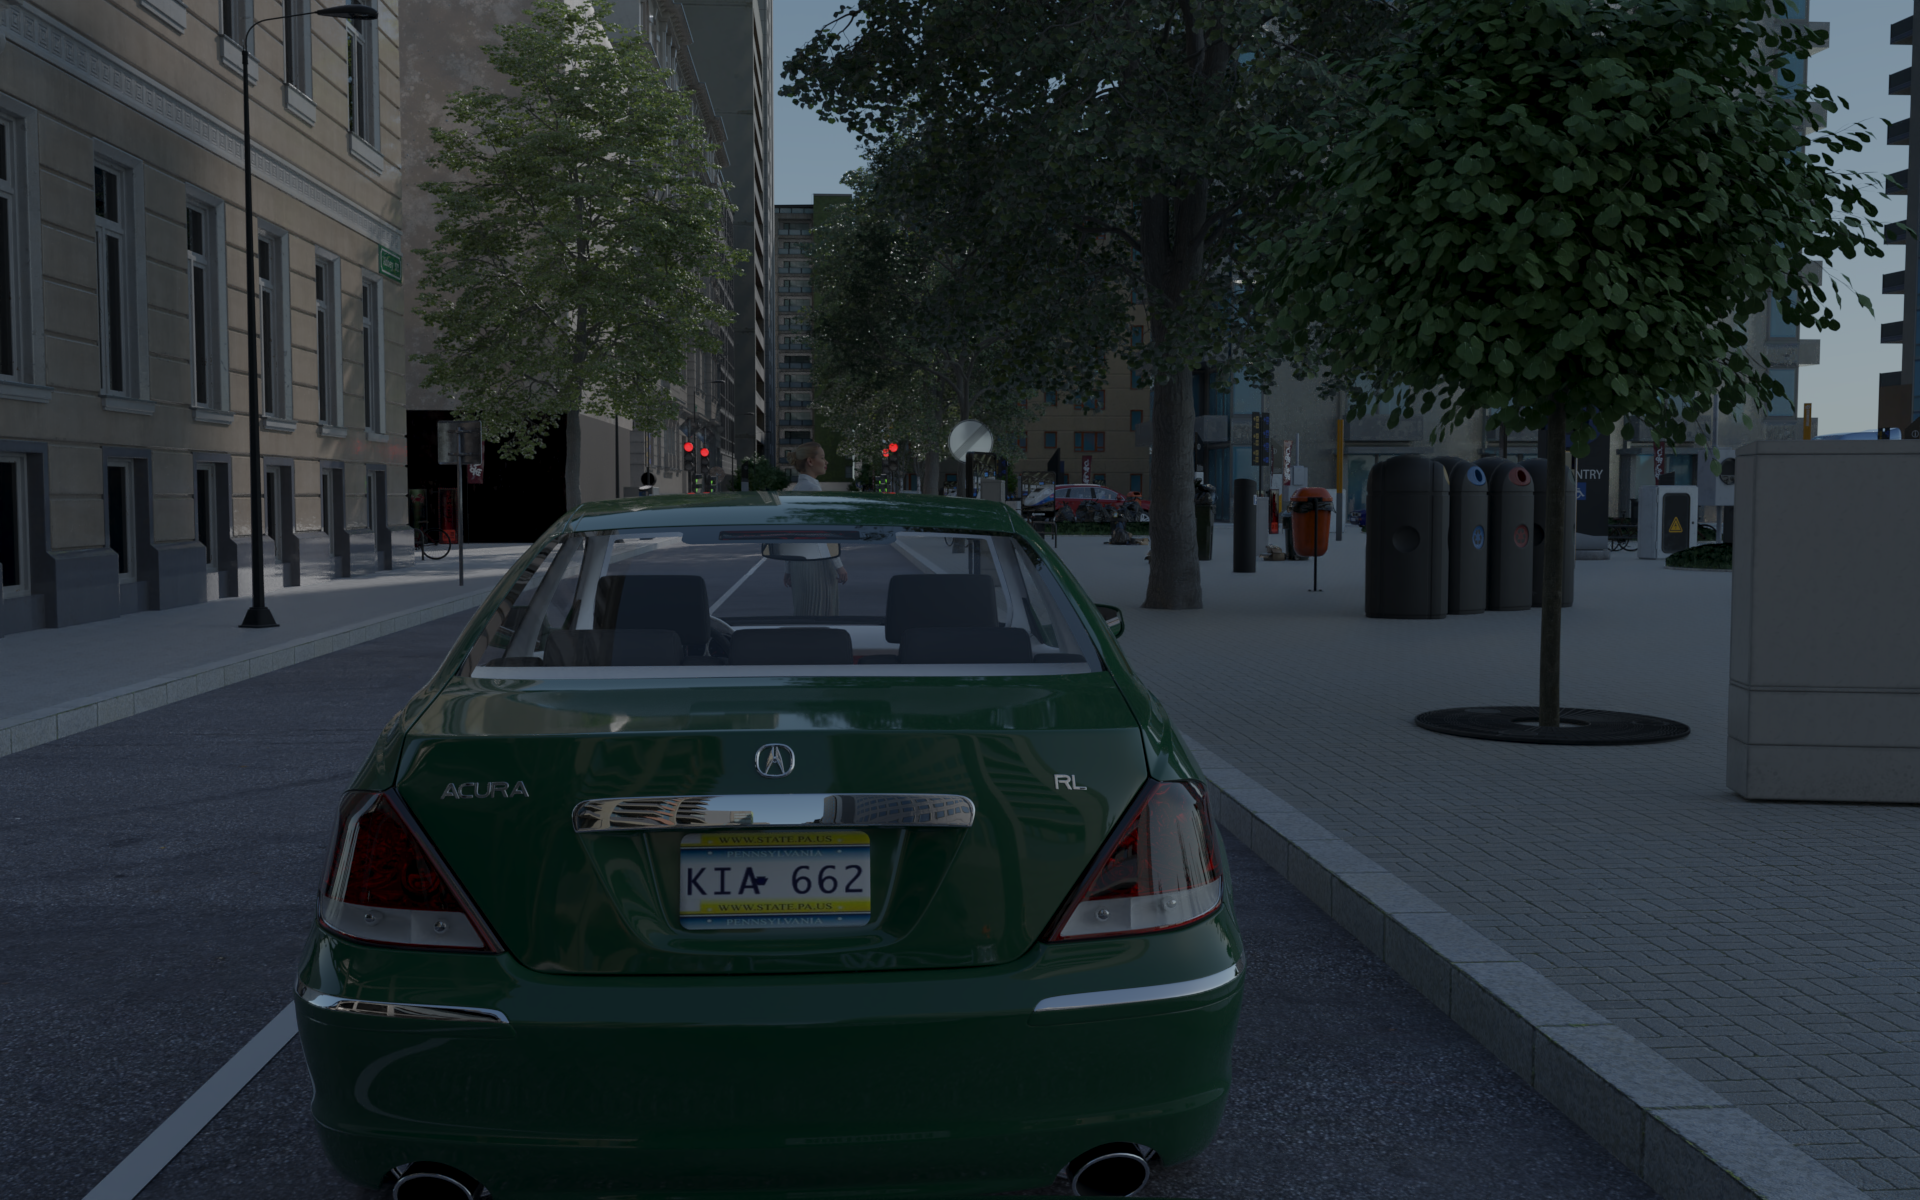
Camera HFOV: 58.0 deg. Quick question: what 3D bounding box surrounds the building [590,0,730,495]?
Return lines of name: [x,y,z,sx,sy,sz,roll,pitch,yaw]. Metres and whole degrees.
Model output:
building: [-21.513,-19.451,105.416,14.401,28.519,23.554,0,4,-4]

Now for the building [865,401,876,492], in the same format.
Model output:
building: [4.601,-20.397,178.531,27.650,21.520,28.899,0,4,-4]

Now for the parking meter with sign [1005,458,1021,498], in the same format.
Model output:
parking meter with sign: [2.790,-4.693,72.997,1.738,3.016,0.543,0,4,5]

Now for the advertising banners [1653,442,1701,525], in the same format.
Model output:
advertising banners: [23.514,-3.713,56.889,0.090,3.025,2.074,-1,4,-22]

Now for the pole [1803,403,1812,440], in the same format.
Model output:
pole: [18.974,-2.753,38.861,0.158,3.312,0.155,0,3,0]

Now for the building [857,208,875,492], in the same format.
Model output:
building: [-7.595,-33.935,238.430,14.086,41.232,14.154,0,4,-4]

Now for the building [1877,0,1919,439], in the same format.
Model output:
building: [54.503,-26.358,81.061,14.200,45.320,14.600,0,4,-4]

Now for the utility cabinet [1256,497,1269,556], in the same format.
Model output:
utility cabinet: [6.164,-1.537,36.300,0.306,1.237,1.020,0,4,-8]

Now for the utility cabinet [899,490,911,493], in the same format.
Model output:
utility cabinet: [-3.362,-5.632,100.759,1.173,1.500,0.318,-3,5,-44]

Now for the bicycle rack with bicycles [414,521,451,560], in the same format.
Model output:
bicycle rack with bicycles: [-11.489,-1.189,32.817,2.925,0.926,2.852,0,4,7]

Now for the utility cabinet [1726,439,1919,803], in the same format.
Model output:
utility cabinet: [3.861,0.091,7.199,1.173,1.500,0.318,1,4,9]

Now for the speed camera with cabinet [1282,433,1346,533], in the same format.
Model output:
speed camera with cabinet: [11.625,-3.826,56.889,2.038,3.252,0.660,-1,4,-14]

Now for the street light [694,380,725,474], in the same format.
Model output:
street light: [-10.292,-6.011,70.821,1.470,5.913,1.316,0,4,-4]

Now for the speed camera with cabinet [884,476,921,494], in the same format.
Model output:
speed camera with cabinet: [-3.073,-5.904,90.858,2.038,3.252,0.660,0,4,-8]

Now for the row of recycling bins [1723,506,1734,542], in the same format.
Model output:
row of recycling bins: [20.509,-2.197,43.035,1.069,1.692,3.534,-2,4,-26]

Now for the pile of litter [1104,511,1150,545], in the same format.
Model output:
pile of litter: [4.252,-1.844,44.113,1.176,0.858,1.719,0,4,3]

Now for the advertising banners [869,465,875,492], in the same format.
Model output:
advertising banners: [-5.312,-6.526,102.887,0.090,3.025,2.074,-1,4,-16]

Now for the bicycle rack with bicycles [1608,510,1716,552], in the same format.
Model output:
bicycle rack with bicycles: [14.856,-1.512,38.111,2.925,0.926,2.852,3,5,39]

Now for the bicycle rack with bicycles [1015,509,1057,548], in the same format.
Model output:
bicycle rack with bicycles: [1.092,-1.722,41.537,2.852,0.926,2.925,-1,4,-17]

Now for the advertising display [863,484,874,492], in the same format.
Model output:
advertising display: [-5.864,-6.458,110.803,0.123,1.923,0.974,3,4,37]

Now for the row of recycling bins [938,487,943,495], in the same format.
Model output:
row of recycling bins: [0.416,-5.619,98.989,3.534,1.692,1.069,-1,4,-10]

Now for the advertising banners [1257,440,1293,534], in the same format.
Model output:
advertising banners: [10.033,-3.622,55.407,2.074,3.025,0.090,-3,5,-43]

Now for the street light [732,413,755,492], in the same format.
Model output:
street light: [-12.470,-7.740,99.095,1.470,5.913,1.316,0,4,-4]

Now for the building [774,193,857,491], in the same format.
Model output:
building: [-21.652,-33.880,237.526,14.086,41.232,14.154,0,4,-4]

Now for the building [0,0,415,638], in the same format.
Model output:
building: [-15.146,-14.299,19.694,13.634,28.700,20.117,0,4,-4]

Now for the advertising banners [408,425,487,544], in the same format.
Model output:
advertising banners: [-13.076,-2.931,44.117,2.074,3.025,0.090,0,4,-5]

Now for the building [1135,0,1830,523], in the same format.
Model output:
building: [23.813,-28.444,84.665,30.456,49.044,23.786,0,4,-4]

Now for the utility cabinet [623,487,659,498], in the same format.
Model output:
utility cabinet: [-9.689,-2.695,52.738,1.173,1.500,0.318,2,4,31]

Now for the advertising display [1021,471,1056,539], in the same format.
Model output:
advertising display: [2.206,-2.672,48.902,0.974,1.923,0.123,0,4,-6]

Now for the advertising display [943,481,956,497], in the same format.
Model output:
advertising display: [-0.324,-4.867,84.793,0.974,1.923,0.123,0,4,7]

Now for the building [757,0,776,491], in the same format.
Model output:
building: [-32.909,-47.077,207.964,20.611,71.187,20.563,0,4,-4]

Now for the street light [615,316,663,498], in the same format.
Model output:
street light: [-8.410,-4.444,45.195,1.470,5.913,1.316,0,4,-4]

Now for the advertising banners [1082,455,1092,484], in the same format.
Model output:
advertising banners: [5.086,-5.034,78.490,2.074,3.025,0.090,2,4,35]

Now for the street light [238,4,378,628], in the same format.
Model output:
street light: [-6.223,-2.693,16.566,1.470,5.913,1.316,0,4,-4]

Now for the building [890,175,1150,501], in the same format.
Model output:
building: [9.470,-16.653,117.311,27.650,21.520,28.899,0,4,-4]

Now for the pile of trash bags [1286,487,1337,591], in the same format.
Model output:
pile of trash bags: [6.082,-0.818,23.119,3.447,1.369,1.912,0,4,-3]

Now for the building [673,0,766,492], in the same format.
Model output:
building: [-28.672,-32.501,155.088,21.300,48.544,21.600,0,4,-4]

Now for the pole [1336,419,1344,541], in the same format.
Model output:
pole: [10.396,-3.277,47.418,0.158,3.312,0.155,0,3,0]

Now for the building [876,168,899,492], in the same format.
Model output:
building: [-0.646,-23.487,155.721,14.160,30.474,14.107,0,4,-4]

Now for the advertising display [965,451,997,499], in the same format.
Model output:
advertising display: [0.327,-1.300,26.469,0.123,1.923,0.974,1,4,23]

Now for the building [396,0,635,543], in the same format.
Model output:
building: [-19.108,-11.309,52.353,16.811,18.784,16.820,0,4,-4]

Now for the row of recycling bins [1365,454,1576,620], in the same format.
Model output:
row of recycling bins: [5.596,-0.726,18.983,3.534,1.692,1.069,-3,5,-43]

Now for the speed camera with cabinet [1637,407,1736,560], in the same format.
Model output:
speed camera with cabinet: [14.397,-2.431,34.079,2.038,3.252,0.660,-1,4,-17]

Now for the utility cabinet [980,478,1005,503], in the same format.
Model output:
utility cabinet: [0.475,-0.962,24.404,0.318,1.500,1.173,0,4,4]

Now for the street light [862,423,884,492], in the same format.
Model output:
street light: [-4.518,-7.140,89.278,1.470,5.913,1.316,0,4,-4]

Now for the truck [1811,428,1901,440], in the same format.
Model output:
truck: [43.740,-5.013,71.722,18.799,4.110,2.967,0,4,-4]

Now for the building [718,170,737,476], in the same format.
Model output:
building: [-24.535,-20.544,129.408,14.314,27.812,24.014,0,4,-4]

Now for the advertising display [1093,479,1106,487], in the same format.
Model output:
advertising display: [6.184,-4.390,76.988,0.123,1.923,0.974,2,4,34]

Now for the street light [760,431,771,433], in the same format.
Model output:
street light: [-14.588,-9.479,127.529,1.470,5.913,1.316,0,4,-4]
